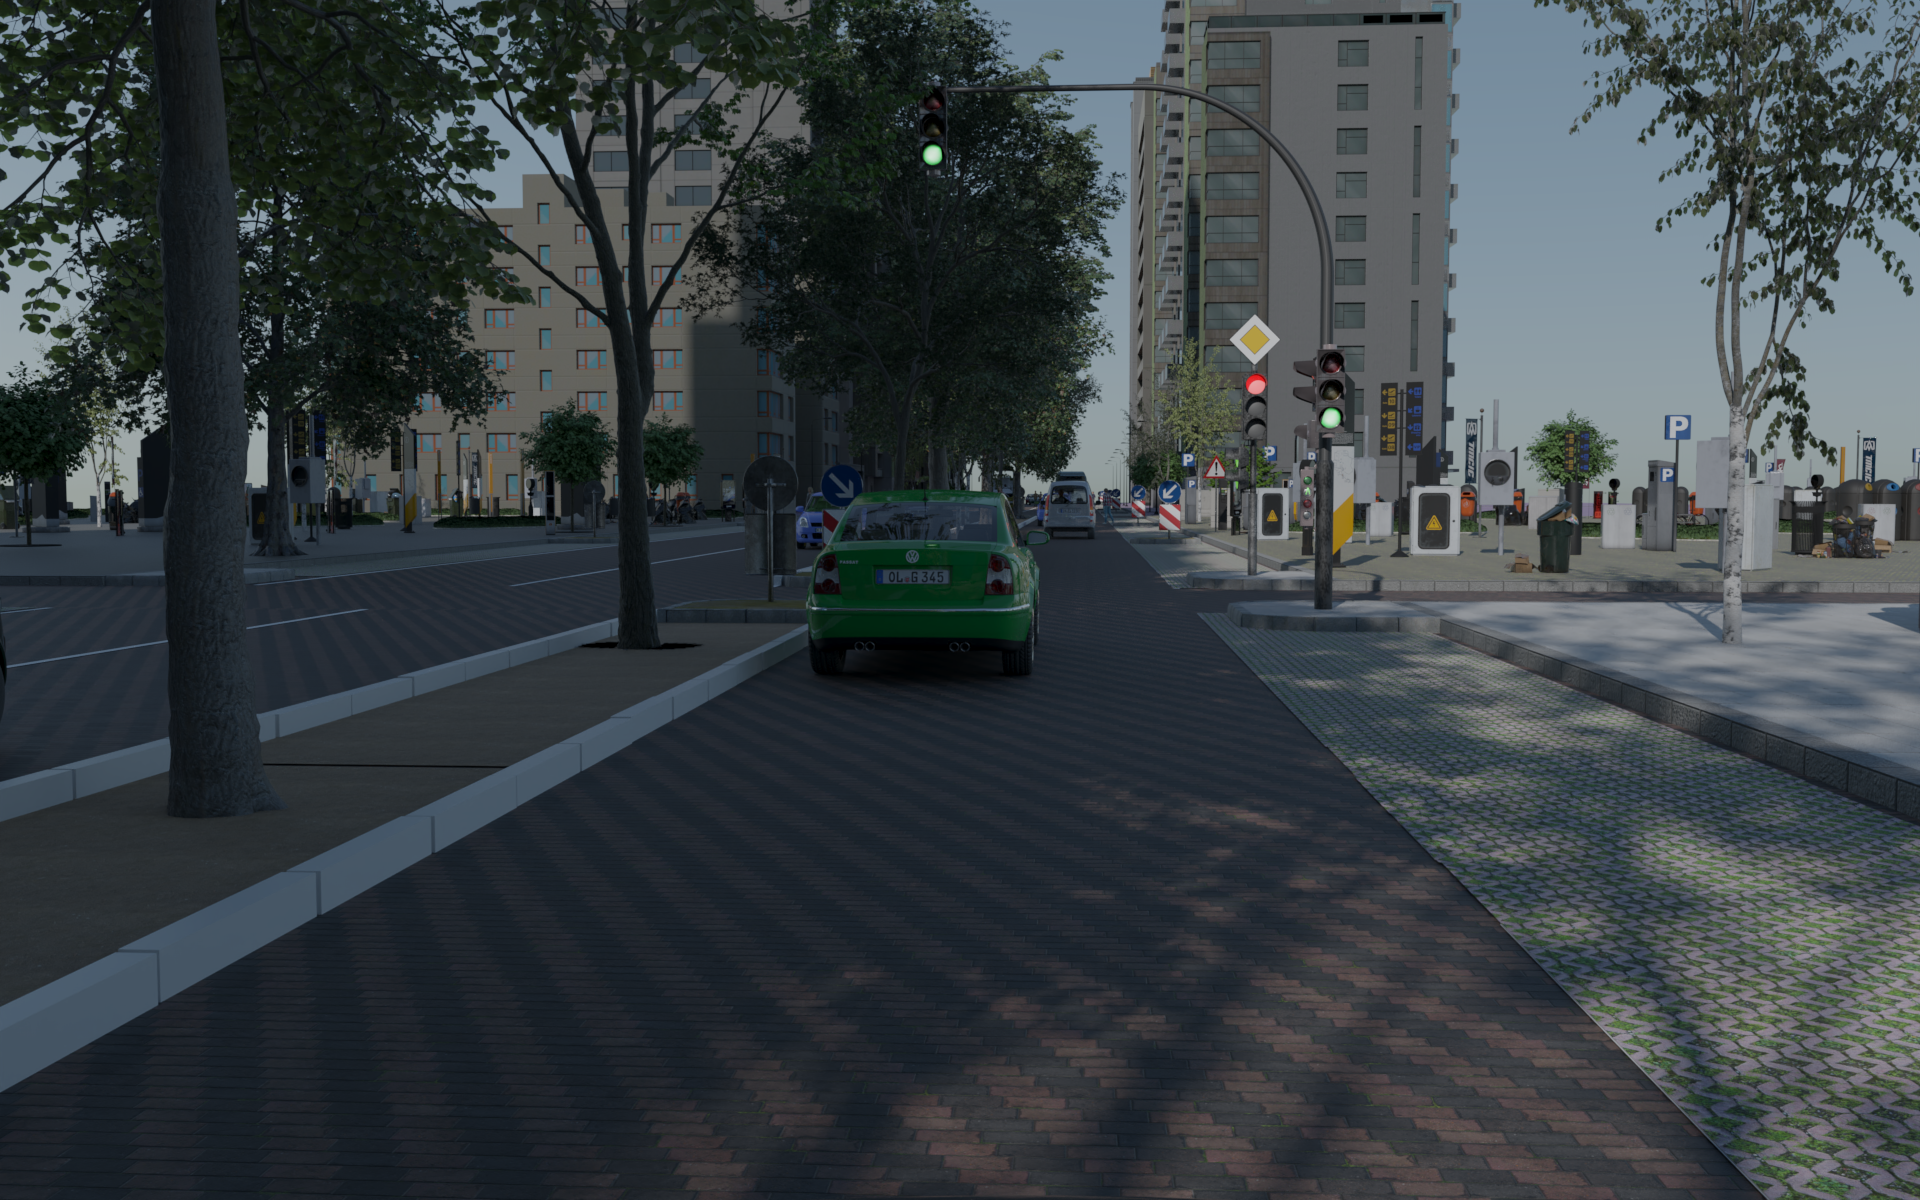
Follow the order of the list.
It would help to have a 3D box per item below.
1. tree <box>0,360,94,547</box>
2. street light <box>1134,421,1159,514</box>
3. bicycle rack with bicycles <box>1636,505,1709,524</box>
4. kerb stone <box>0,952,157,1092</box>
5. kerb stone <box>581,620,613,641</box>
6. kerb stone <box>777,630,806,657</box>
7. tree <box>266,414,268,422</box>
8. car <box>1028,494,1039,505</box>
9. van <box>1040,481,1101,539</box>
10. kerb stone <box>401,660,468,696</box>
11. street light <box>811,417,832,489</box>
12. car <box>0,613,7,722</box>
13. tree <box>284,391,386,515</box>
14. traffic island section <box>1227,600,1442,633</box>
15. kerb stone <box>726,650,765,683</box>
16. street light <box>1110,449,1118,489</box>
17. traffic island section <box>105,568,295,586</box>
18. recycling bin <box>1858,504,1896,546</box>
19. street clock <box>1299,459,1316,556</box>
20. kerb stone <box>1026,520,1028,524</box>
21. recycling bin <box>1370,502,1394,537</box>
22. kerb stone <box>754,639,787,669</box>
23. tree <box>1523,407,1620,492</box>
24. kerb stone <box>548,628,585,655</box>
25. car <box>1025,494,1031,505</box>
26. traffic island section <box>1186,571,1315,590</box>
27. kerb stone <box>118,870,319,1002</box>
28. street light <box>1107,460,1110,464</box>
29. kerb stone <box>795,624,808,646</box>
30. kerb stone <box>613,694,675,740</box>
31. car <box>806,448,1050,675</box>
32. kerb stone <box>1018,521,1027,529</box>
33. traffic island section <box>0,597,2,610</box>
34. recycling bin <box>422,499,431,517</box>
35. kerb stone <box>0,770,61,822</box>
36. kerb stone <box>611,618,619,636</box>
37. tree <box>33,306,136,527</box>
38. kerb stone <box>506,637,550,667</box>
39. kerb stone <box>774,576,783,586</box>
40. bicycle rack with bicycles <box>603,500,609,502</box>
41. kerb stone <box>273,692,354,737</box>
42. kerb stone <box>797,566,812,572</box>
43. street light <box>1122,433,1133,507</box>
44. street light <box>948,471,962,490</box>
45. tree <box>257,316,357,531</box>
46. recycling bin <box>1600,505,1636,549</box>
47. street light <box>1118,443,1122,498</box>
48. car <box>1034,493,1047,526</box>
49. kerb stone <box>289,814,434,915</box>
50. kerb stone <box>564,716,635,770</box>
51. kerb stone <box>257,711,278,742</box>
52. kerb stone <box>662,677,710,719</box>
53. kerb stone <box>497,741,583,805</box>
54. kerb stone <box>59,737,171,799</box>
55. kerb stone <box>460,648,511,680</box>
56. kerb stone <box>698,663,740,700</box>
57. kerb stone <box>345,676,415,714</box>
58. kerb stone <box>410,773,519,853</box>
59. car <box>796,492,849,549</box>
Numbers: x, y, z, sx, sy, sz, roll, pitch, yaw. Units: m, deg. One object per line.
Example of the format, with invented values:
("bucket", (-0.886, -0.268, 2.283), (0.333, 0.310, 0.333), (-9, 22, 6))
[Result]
("tree", (-22.979, -3.604, 42.638), (4.285, 4.588, 4.351), (0, 3, 0))
("street light", (11.887, -8.373, 109.443), (1.470, 5.913, 1.316), (0, 4, 4))
("bicycle rack with bicycles", (23.418, -2.722, 57.880), (2.925, 0.926, 2.852), (2, 4, 25))
("kerb stone", (-2.343, 1.094, 4.358), (0.120, 0.150, 1.000), (0, 4, 4))
("kerb stone", (-3.583, 0.334, 16.781), (0.120, 0.150, 1.000), (0, 4, 4))
("kerb stone", (-1.552, 0.406, 15.592), (0.120, 0.150, 1.000), (0, 4, 4))
("tree", (-36.102, -8.811, 94.415), (4.360, 8.622, 3.978), (0, 3, 0))
("car", (9.901, -13.122, 226.341), (2.131, 1.459, 4.920), (0, 4, 3))
("van", (3.602, -3.031, 56.569), (2.013, 2.044, 4.112), (0, 4, 5))
("kerb stone", (-3.863, 0.582, 12.685), (0.120, 0.150, 1.000), (0, 4, 4))
("street light", (-8.406, -8.085, 104.730), (1.470, 5.913, 1.316), (0, 4, 4))
("car", (-6.323, 0.100, 8.149), (2.009, 1.686, 4.222), (0, 4, 3))
("tree", (-26.239, -7.594, 74.532), (4.360, 8.622, 3.978), (0, 3, 0))
("traffic island section", (4.067, 0.180, 19.344), (2.009, 0.180, 2.903), (0, 4, 4))
("kerb stone", (-1.700, 0.529, 13.540), (0.120, 0.150, 1.000), (0, 4, 4))
("street light", (17.636, -13.418, 191.931), (1.470, 5.913, 1.316), (0, 4, 4))
("traffic island section", (-12.322, -0.381, 28.503), (2.009, 0.180, 2.903), (0, 4, 4))
("recycling bin", (22.837, -1.873, 43.173), (0.722, 1.027, 0.722), (1, 4, 17))
("street clock", (7.254, -1.929, 36.107), (0.358, 2.002, 0.471), (2, 4, 33))
("kerb stone", (2.872, -3.446, 78.530), (0.120, 0.150, 1.000), (0, 4, 4))
("recycling bin", (12.713, -2.435, 52.371), (0.722, 1.027, 0.722), (1, 4, 20))
("kerb stone", (-1.623, 0.470, 14.563), (0.120, 0.150, 1.000), (0, 4, 4))
("tree", (23.165, -5.026, 65.893), (4.285, 4.588, 4.351), (0, 3, 0))
("kerb stone", (-3.641, 0.394, 15.756), (0.120, 0.150, 1.000), (0, 4, 4))
("car", (9.956, -14.080, 239.240), (2.155, 1.783, 4.494), (0, 4, 4))
("traffic island section", (4.628, -0.308, 27.310), (2.009, 0.180, 2.903), (0, 4, 4))
("kerb stone", (-2.277, 1.029, 5.378), (0.120, 0.150, 1.000), (0, 4, 4))
("street light", (19.389, -14.855, 215.417), (1.470, 5.913, 1.316), (0, 4, 4))
("kerb stone", (-1.485, 0.340, 16.628), (0.120, 0.150, 1.000), (0, 4, 4))
("kerb stone", (-1.919, 0.717, 10.477), (0.120, 0.150, 1.000), (0, 4, 4))
("car", (-0.208, -0.386, 15.115), (1.959, 1.807, 4.718), (0, 4, 4))
("kerb stone", (2.807, -3.383, 77.506), (0.120, 0.150, 1.000), (0, 4, 4))
("traffic island section", (-12.882, 0.107, 20.537), (2.009, 0.180, 2.903), (0, 4, 4))
("recycling bin", (-29.996, -5.142, 96.632), (0.722, 1.027, 0.722), (1, 4, 10))
("kerb stone", (-4.223, 0.895, 7.563), (0.120, 0.150, 1.000), (0, 4, 4))
("kerb stone", (-3.499, 0.269, 17.806), (0.120, 0.150, 1.000), (0, 4, 4))
("tree", (-33.607, -7.140, 67.105), (4.737, 8.622, 4.395), (0, 3, 0))
("kerb stone", (-3.718, 0.457, 14.725), (0.120, 0.150, 1.000), (0, 4, 4))
("kerb stone", (-2.822, -0.328, 27.559), (0.120, 0.150, 1.000), (0, 4, 4))
("bicycle rack with bicycles", (-21.327, -5.250, 99.211), (2.852, 0.926, 2.925), (-3, 5, -40))
("kerb stone", (-4.005, 0.713, 10.631), (0.120, 0.150, 1.000), (0, 4, 4))
("kerb stone", (-2.671, -0.453, 29.603), (0.120, 0.150, 1.000), (0, 4, 4))
("street light", (13.363, -9.765, 132.205), (1.470, 5.913, 1.316), (0, 4, 4))
("street light", (-0.850, -14.590, 211.080), (1.470, 5.913, 1.316), (0, 4, 4))
("tree", (-22.558, -6.695, 59.829), (4.737, 8.622, 4.395), (0, 3, 0))
("recycling bin", (15.464, -1.722, 40.706), (0.722, 1.027, 0.722), (1, 4, 17))
("street light", (15.114, -11.176, 155.272), (1.470, 5.913, 1.316), (0, 4, 4))
("car", (4.322, -4.192, 78.134), (1.945, 1.707, 3.694), (0, 4, 2))
("kerb stone", (-2.199, 0.966, 6.397), (0.120, 0.150, 1.000), (0, 4, 4))
("kerb stone", (-1.980, 0.785, 9.456), (0.120, 0.150, 1.000), (0, 4, 4))
("kerb stone", (-4.088, 0.770, 9.606), (0.120, 0.150, 1.000), (0, 4, 4))
("kerb stone", (-1.841, 0.658, 11.499), (0.120, 0.150, 1.000), (0, 4, 4))
("kerb stone", (-2.054, 0.847, 8.437), (0.120, 0.150, 1.000), (0, 4, 4))
("kerb stone", (-4.150, 0.832, 8.585), (0.120, 0.150, 1.000), (0, 4, 4))
("kerb stone", (-3.794, 0.519, 13.705), (0.120, 0.150, 1.000), (0, 4, 4))
("kerb stone", (-1.768, 0.596, 12.519), (0.120, 0.150, 1.000), (0, 4, 4))
("kerb stone", (-3.938, 0.654, 11.652), (0.120, 0.150, 1.000), (0, 4, 4))
("kerb stone", (-2.121, 0.906, 7.417), (0.120, 0.150, 1.000), (0, 4, 4))
("car", (-3.367, -2.246, 46.315), (1.945, 1.707, 3.694), (0, 4, 3))
